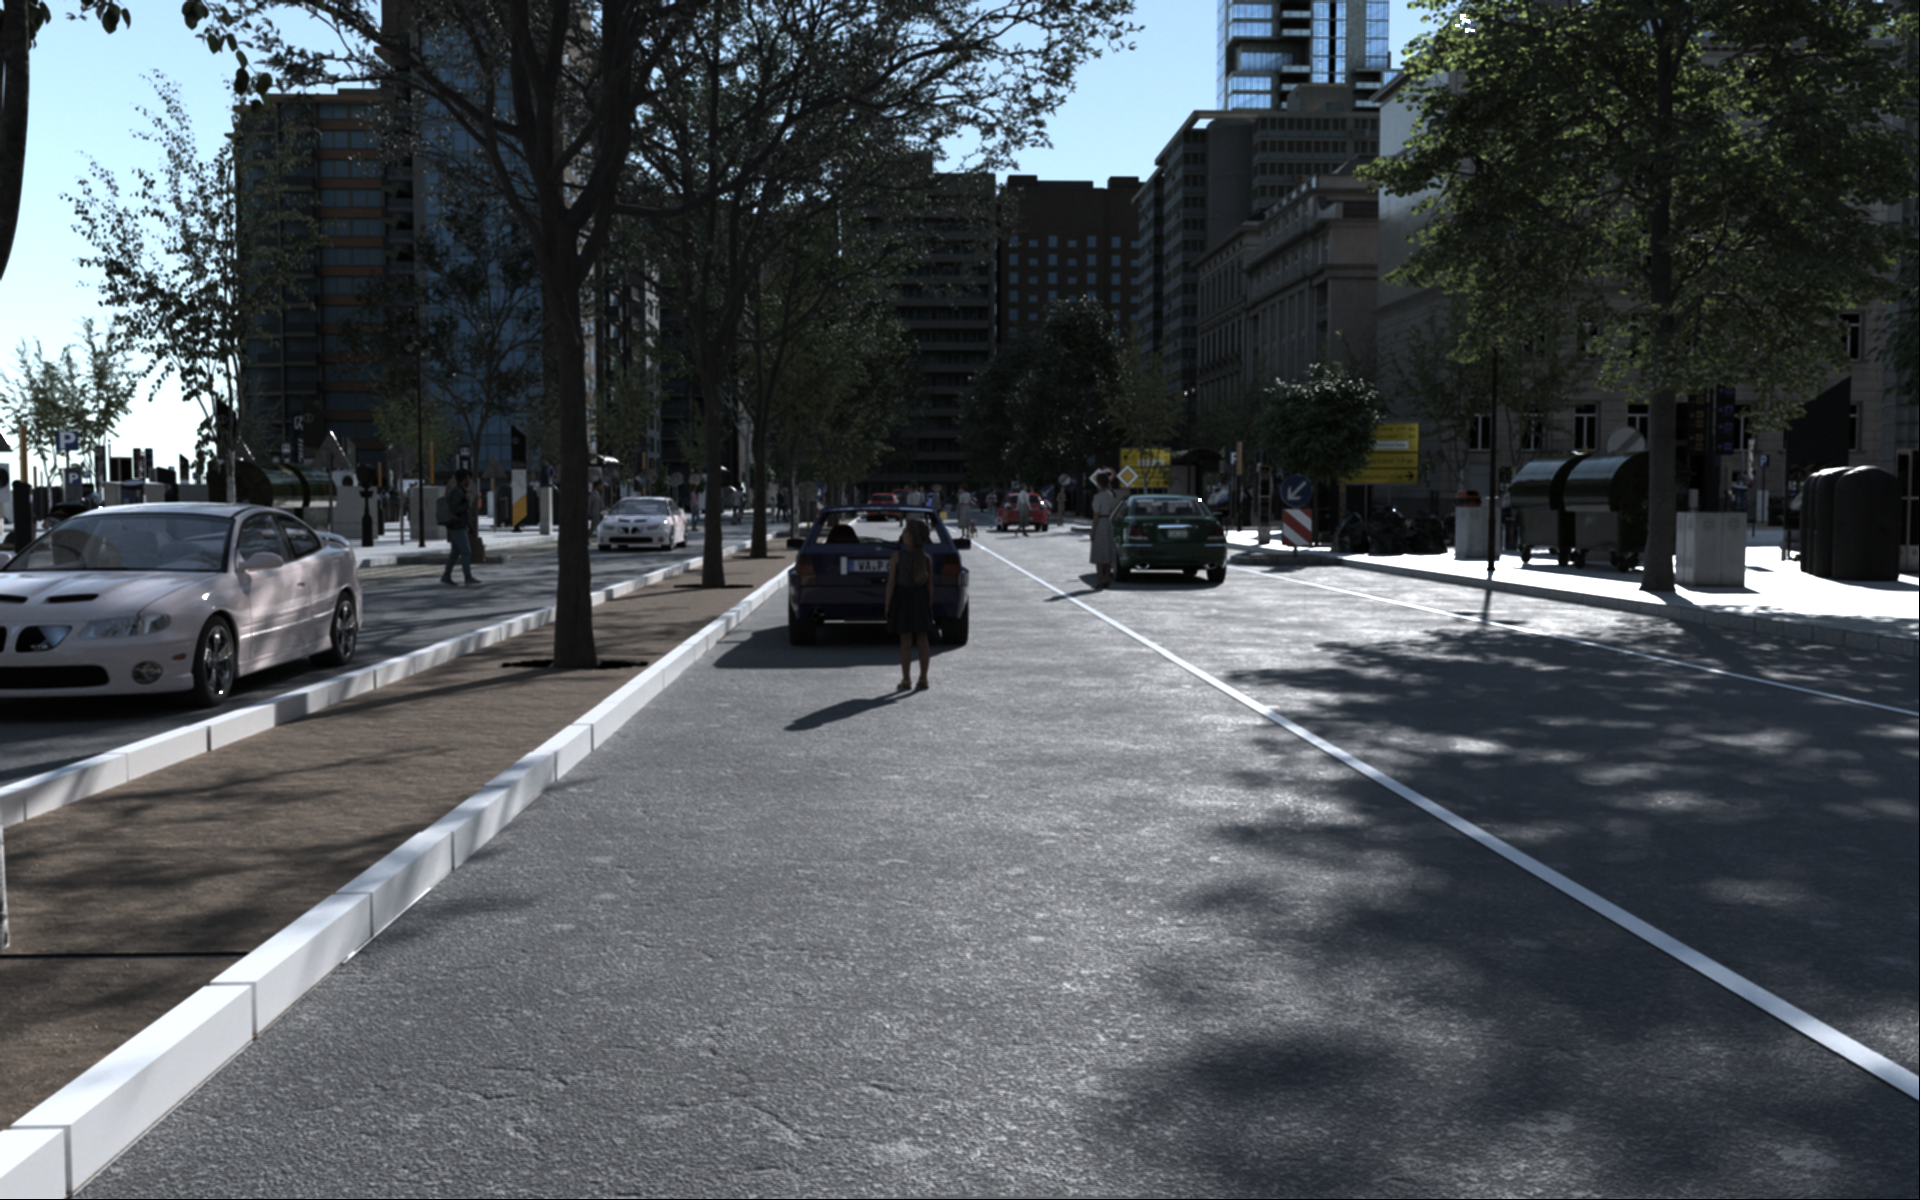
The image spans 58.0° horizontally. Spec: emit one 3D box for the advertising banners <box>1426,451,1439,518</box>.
[{"bbox_3d":[19.071,-4.512,69.958,0.090,3.025,2.074,0,4,2],"label":"advertising banners"}]

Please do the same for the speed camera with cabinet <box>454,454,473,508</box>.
[{"bbox_3d":[-25.057,-5.572,85.441,0.660,3.252,2.038,2,4,25],"label":"speed camera with cabinet"}]

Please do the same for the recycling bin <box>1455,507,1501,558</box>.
[{"bbox_3d":[10.445,-1.369,34.931,0.722,1.027,0.722,0,4,-2],"label":"recycling bin"}]

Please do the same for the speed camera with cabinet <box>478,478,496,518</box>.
[{"bbox_3d":[-25.904,-6.139,94.716,2.038,3.252,0.660,-1,4,-16],"label":"speed camera with cabinet"}]

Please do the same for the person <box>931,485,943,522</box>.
[{"bbox_3d":[-0.914,-3.578,67.177,0.728,1.800,0.709,0,4,2],"label":"person"}]

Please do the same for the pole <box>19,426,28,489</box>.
[{"bbox_3d":[-27.973,-3.543,51.772,0.158,3.312,0.155,0,3,0],"label":"pole"}]

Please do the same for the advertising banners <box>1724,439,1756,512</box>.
[{"bbox_3d":[24.515,-3.562,54.427,2.074,3.025,0.090,-3,5,-42],"label":"advertising banners"}]

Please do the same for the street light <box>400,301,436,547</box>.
[{"bbox_3d":[-13.014,-4.216,41.721,0.468,5.910,1.993,0,4,-2],"label":"street light"}]

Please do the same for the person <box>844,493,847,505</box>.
[{"bbox_3d":[-10.650,-9.138,157.845,1.348,1.831,0.705,-1,4,-17],"label":"person"}]

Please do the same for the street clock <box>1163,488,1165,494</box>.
[{"bbox_3d":[10.296,-5.024,86.719,0.358,2.002,0.471,1,4,16],"label":"street clock"}]

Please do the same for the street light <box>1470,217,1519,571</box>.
[{"bbox_3d":[8.882,-3.425,28.786,0.468,5.910,1.993,0,4,-2],"label":"street light"}]

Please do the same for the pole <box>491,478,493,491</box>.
[{"bbox_3d":[-33.147,-7.886,122.785,0.158,3.312,0.155,0,3,0],"label":"pole"}]

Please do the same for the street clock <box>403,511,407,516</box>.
[{"bbox_3d":[-32.475,-5.911,101.209,0.358,2.002,0.471,-3,5,-41],"label":"street clock"}]

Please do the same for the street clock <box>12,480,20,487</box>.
[{"bbox_3d":[-48.386,-5.161,88.949,0.471,2.002,0.358,-3,5,-40],"label":"street clock"}]

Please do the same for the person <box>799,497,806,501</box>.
[{"bbox_3d":[-9.409,-5.790,104.174,0.522,1.701,0.512,1,4,13],"label":"person"}]

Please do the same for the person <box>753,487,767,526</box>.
[{"bbox_3d":[-8.894,-4.177,76.978,0.592,1.802,0.473,-1,4,-15],"label":"person"}]

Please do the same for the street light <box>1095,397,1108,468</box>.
[{"bbox_3d":[6.672,-6.654,81.587,0.468,5.910,1.993,0,4,-2],"label":"street light"}]

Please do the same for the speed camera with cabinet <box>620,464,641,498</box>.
[{"bbox_3d":[-21.578,-7.289,113.511,0.660,3.252,2.038,1,4,16],"label":"speed camera with cabinet"}]

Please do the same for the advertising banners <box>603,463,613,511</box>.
[{"bbox_3d":[-20.236,-6.167,97.025,0.090,3.025,2.074,1,4,21],"label":"advertising banners"}]

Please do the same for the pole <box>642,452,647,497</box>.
[{"bbox_3d":[-15.320,-5.520,84.098,0.158,3.312,0.155,0,3,0],"label":"pole"}]

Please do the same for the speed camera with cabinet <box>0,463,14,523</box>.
[{"bbox_3d":[-41.978,-5.004,76.158,0.660,3.252,2.038,0,4,7],"label":"speed camera with cabinet"}]

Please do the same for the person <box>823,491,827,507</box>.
[{"bbox_3d":[-14.769,-11.202,192.472,1.217,1.723,0.721,2,4,27],"label":"person"}]

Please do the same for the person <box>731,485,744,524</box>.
[{"bbox_3d":[-10.614,-4.541,82.598,0.661,1.843,0.795,1,4,14],"label":"person"}]

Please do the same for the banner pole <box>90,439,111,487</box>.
[{"bbox_3d":[-38.990,-5.440,78.964,0.863,3.779,0.401,-2,4,-27],"label":"banner pole"}]

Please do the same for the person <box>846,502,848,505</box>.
[{"bbox_3d":[-8.518,-7.745,135.112,0.713,1.824,0.794,2,4,26],"label":"person"}]

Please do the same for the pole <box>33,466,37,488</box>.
[{"bbox_3d":[-67.295,-8.088,126.075,0.158,3.312,0.155,0,3,0],"label":"pole"}]

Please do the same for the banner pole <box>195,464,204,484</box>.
[{"bbox_3d":[-54.207,-8.174,123.659,0.401,3.779,0.863,2,4,29],"label":"banner pole"}]

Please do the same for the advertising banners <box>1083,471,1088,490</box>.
[{"bbox_3d":[9.545,-7.733,122.622,2.074,3.025,0.090,0,4,4],"label":"advertising banners"}]

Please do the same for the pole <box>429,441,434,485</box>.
[{"bbox_3d":[-20.177,-4.427,66.222,0.158,3.312,0.155,0,3,0],"label":"pole"}]

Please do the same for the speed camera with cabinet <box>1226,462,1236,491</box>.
[{"bbox_3d":[17.339,-7.249,112.850,0.660,3.252,2.038,1,4,19],"label":"speed camera with cabinet"}]

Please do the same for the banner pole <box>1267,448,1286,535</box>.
[{"bbox_3d":[9.810,-3.910,53.951,0.863,3.779,0.401,0,4,-5],"label":"banner pole"}]

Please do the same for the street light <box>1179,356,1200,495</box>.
[{"bbox_3d":[7.683,-5.214,58.044,0.468,5.910,1.993,0,4,-2],"label":"street light"}]

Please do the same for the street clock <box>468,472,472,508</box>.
[{"bbox_3d":[-16.015,-3.171,56.414,0.358,2.002,0.471,2,4,35],"label":"street clock"}]

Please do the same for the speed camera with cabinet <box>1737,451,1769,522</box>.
[{"bbox_3d":[36.325,-5.201,79.366,0.660,3.252,2.038,0,4,-1],"label":"speed camera with cabinet"}]

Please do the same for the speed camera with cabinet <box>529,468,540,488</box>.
[{"bbox_3d":[-32.786,-8.412,131.874,0.660,3.252,2.038,1,4,20],"label":"speed camera with cabinet"}]

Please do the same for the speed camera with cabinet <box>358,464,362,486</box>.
[{"bbox_3d":[-39.992,-7.267,113.146,2.038,3.252,0.660,-1,4,-16],"label":"speed camera with cabinet"}]

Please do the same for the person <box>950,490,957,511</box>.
[{"bbox_3d":[-0.491,-8.157,142.673,0.445,1.727,0.742,2,4,26],"label":"person"}]

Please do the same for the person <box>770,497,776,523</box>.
[{"bbox_3d":[-9.291,-4.469,85.849,0.425,1.301,0.394,3,4,36],"label":"person"}]

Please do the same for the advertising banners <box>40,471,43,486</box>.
[{"bbox_3d":[-70.089,-8.294,131.786,0.090,3.025,2.074,-3,5,-43],"label":"advertising banners"}]

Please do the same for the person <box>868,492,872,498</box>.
[{"bbox_3d":[-10.201,-11.398,196.325,0.415,1.643,0.593,-2,4,-31],"label":"person"}]

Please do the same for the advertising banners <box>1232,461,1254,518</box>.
[{"bbox_3d":[14.507,-5.813,91.232,2.074,3.025,0.090,-1,4,-13],"label":"advertising banners"}]

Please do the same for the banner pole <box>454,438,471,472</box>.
[{"bbox_3d":[-22.258,-5.344,77.395,0.863,3.779,0.401,-1,4,-17],"label":"banner pole"}]

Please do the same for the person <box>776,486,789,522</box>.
[{"bbox_3d":[-8.993,-4.860,87.733,0.755,1.850,0.659,2,4,33],"label":"person"}]

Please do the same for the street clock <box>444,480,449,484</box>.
[{"bbox_3d":[-26.859,-5.264,90.644,0.358,2.002,0.471,-1,4,-19],"label":"street clock"}]

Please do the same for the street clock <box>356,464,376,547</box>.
[{"bbox_3d":[-14.414,-2.294,42.081,0.471,2.002,0.358,2,4,34],"label":"street clock"}]

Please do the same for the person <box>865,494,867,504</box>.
[{"bbox_3d":[-10.196,-10.776,187.953,0.557,1.426,1.065,1,4,9],"label":"person"}]

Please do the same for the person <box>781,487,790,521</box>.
[{"bbox_3d":[-9.167,-5.013,90.641,0.526,1.800,0.537,-1,4,-13],"label":"person"}]

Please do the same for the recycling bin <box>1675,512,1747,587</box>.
[{"bbox_3d":[10.539,-0.720,24.323,0.722,1.027,0.722,0,4,0],"label":"recycling bin"}]

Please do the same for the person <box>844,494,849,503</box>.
[{"bbox_3d":[-9.592,-8.343,148.137,0.991,1.433,0.599,-1,4,-19],"label":"person"}]

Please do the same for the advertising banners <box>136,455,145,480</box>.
[{"bbox_3d":[-37.044,-5.100,79.569,0.090,3.025,2.074,1,4,17],"label":"advertising banners"}]

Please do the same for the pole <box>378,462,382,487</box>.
[{"bbox_3d":[-36.770,-7.095,109.840,0.158,3.312,0.155,0,3,0],"label":"pole"}]

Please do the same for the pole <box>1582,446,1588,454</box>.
[{"bbox_3d":[26.373,-4.852,73.179,0.158,3.312,0.155,0,3,0],"label":"pole"}]

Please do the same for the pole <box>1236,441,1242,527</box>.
[{"bbox_3d":[10.814,-4.484,67.160,0.158,3.312,0.155,0,3,0],"label":"pole"}]

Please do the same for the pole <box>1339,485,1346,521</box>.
[{"bbox_3d":[11.468,-3.550,51.885,0.158,3.312,0.155,0,3,0],"label":"pole"}]

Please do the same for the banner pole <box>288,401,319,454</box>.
[{"bbox_3d":[-17.475,-3.455,46.508,0.863,3.779,0.401,-2,4,-27],"label":"banner pole"}]

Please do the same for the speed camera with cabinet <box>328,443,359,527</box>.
[{"bbox_3d":[-24.406,-4.445,67.015,0.660,3.252,2.038,2,4,25],"label":"speed camera with cabinet"}]

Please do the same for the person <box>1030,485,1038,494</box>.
[{"bbox_3d":[3.450,-4.518,82.149,0.659,1.850,0.755,2,4,26],"label":"person"}]
